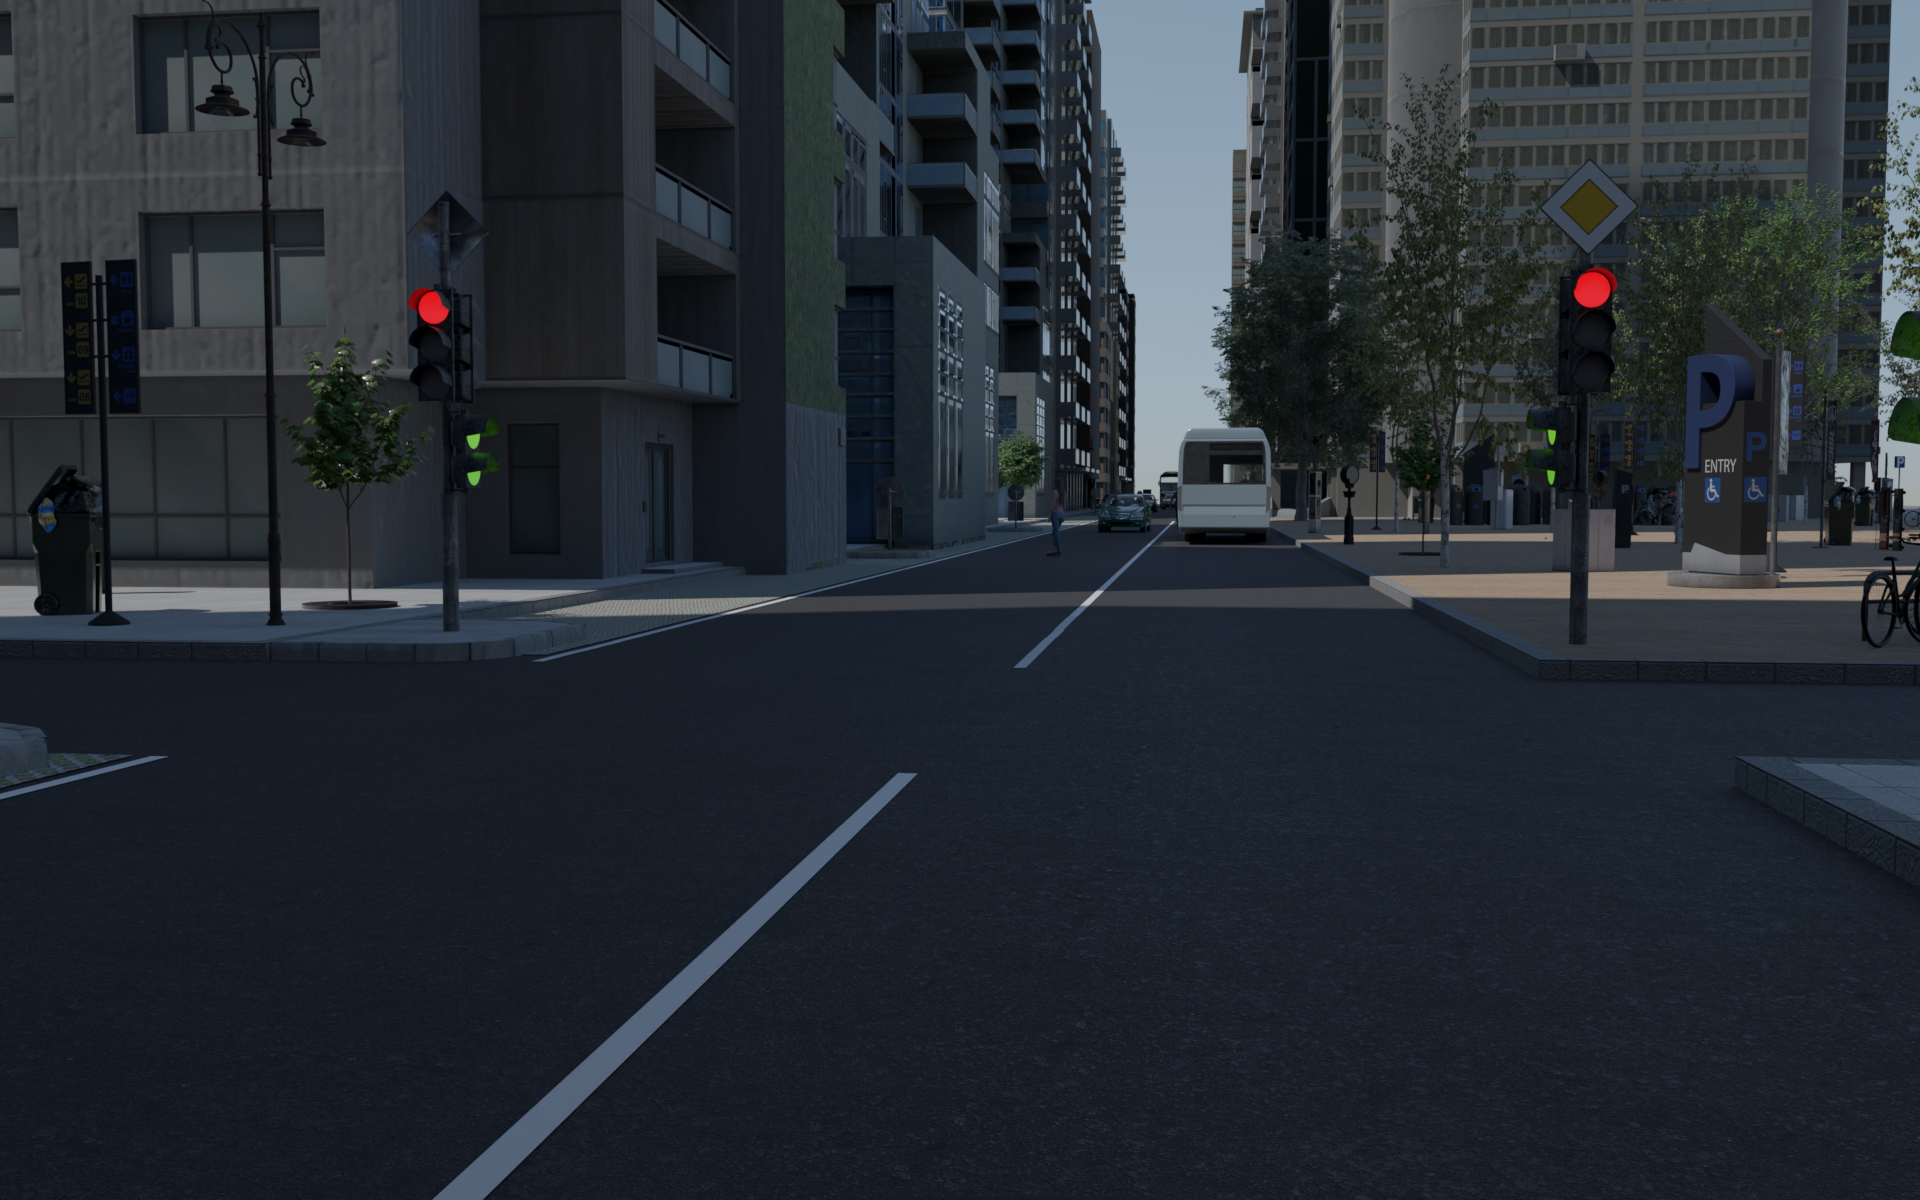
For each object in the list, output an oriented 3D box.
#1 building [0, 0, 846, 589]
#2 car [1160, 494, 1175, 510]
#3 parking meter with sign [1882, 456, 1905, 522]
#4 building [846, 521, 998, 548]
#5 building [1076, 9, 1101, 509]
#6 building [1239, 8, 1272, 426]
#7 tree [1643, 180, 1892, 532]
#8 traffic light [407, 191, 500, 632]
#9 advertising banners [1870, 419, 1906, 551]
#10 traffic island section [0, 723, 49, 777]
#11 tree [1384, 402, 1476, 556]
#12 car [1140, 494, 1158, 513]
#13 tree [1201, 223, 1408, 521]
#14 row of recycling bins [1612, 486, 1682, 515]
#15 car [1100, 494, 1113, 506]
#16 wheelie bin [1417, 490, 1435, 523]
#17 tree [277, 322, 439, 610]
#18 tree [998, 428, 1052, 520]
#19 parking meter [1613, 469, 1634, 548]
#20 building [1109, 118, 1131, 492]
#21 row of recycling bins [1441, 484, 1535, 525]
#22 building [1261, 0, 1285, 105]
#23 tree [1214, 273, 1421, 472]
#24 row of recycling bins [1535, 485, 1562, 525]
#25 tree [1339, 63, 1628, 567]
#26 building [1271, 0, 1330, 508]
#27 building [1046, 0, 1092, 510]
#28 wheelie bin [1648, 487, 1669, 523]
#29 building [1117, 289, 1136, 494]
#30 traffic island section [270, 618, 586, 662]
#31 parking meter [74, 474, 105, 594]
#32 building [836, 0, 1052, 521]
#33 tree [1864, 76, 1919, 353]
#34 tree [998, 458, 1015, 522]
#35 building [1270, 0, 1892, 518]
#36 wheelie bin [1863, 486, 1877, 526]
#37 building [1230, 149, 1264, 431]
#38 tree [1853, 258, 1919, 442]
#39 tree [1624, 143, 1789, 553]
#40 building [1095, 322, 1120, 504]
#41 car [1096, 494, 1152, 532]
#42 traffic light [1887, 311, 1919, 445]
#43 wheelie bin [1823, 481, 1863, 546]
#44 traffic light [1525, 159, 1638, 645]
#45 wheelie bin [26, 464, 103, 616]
[{"bbox_3d":[-10.227,-21.092,28.450,14.154,41.232,14.086,0,4,8],"label":"building"},{"bbox_3d":[19.745,-9.145,161.314,2.131,1.459,4.920,1,4,10],"label":"car"},{"bbox_3d":[42.773,-5.132,80.162,0.543,3.016,1.738,-1,4,-18],"label":"parking meter with sign"},{"bbox_3d":[-9.572,-45.571,57.758,22.319,86.520,31.000,0,4,8],"label":"building"},{"bbox_3d":[5.612,-31.166,159.676,14.600,45.320,14.200,0,4,8],"label":"building"},{"bbox_3d":[44.388,-36.457,185.311,28.713,52.752,27.495,0,4,8],"label":"building"},{"bbox_3d":[27.263,-8.139,58.821,9.928,11.665,9.643,0,3,0],"label":"tree"},{"bbox_3d":[-4.745,-1.662,16.093,0.839,4.253,0.868,0,4,8],"label":"traffic light"},{"bbox_3d":[21.339,-2.673,39.891,0.090,3.025,2.074,0,4,8],"label":"advertising banners"},{"bbox_3d":[-5.892,0.854,8.325,2.009,0.180,2.903,0,4,8],"label":"traffic island section"},{"bbox_3d":[9.692,-2.562,36.487,1.663,3.219,1.824,0,3,0],"label":"tree"},{"bbox_3d":[14.564,-7.706,135.781,2.009,1.686,4.222,1,4,10],"label":"car"},{"bbox_3d":[16.432,-10.753,82.465,9.857,13.997,8.962,0,3,0],"label":"tree"},{"bbox_3d":[34.056,-4.822,85.952,3.534,1.692,1.069,-1,4,-9],"label":"row of recycling bins"},{"bbox_3d":[11.522,-7.410,130.941,2.009,1.686,4.222,0,4,6],"label":"car"},{"bbox_3d":[20.632,-4.201,76.587,0.693,1.594,0.980,0,4,-2],"label":"wheelie bin"},{"bbox_3d":[-6.968,-1.518,19.427,1.663,3.219,1.824,0,3,0],"label":"tree"},{"bbox_3d":[2.965,-6.300,86.715,4.285,4.588,4.351,0,3,0],"label":"tree"},{"bbox_3d":[15.720,-2.162,41.053,0.399,1.863,0.255,0,4,-1],"label":"parking meter"},{"bbox_3d":[9.498,-36.657,218.957,23.786,49.044,30.456,0,4,8],"label":"building"},{"bbox_3d":[21.652,-3.935,71.448,3.534,1.692,1.069,0,4,6],"label":"row of recycling bins"},{"bbox_3d":[36.814,-32.232,146.602,23.786,49.044,30.456,0,4,8],"label":"building"},{"bbox_3d":[14.996,-8.439,72.391,8.767,10.594,7.601,0,4,3],"label":"tree"},{"bbox_3d":[23.826,-4.072,73.688,3.534,1.692,1.069,2,4,34],"label":"row of recycling bins"},{"bbox_3d":[8.523,-4.865,29.912,4.737,8.622,4.395,0,3,0],"label":"tree"},{"bbox_3d":[31.249,-41.756,120.969,20.563,71.187,20.611,0,4,8],"label":"building"},{"bbox_3d":[-1.201,-31.707,138.011,23.786,49.044,30.456,0,4,8],"label":"building"},{"bbox_3d":[31.033,-4.218,76.869,0.980,1.594,0.693,-2,4,-30],"label":"wheelie bin"},{"bbox_3d":[17.101,-28.698,240.919,14.160,30.474,14.107,0,4,8],"label":"building"},{"bbox_3d":[-4.783,0.370,16.233,2.009,0.180,2.903,0,4,8],"label":"traffic island section"},{"bbox_3d":[-11.200,-0.846,22.249,0.372,1.533,0.369,0,3,0],"label":"parking meter"},{"bbox_3d":[-4.914,-48.538,106.270,22.319,86.520,31.000,0,4,8],"label":"building"},{"bbox_3d":[16.780,-4.774,28.418,4.737,8.622,4.395,0,3,0],"label":"tree"},{"bbox_3d":[1.446,-5.293,81.142,1.663,3.219,1.824,0,3,0],"label":"tree"},{"bbox_3d":[33.974,-24.904,99.057,32.217,40.220,23.993,0,4,8],"label":"building"},{"bbox_3d":[36.232,-3.755,69.301,0.980,1.594,0.693,-3,5,-42],"label":"wheelie bin"},{"bbox_3d":[39.485,-32.033,207.329,14.154,41.232,14.086,0,4,8],"label":"building"},{"bbox_3d":[28.686,-6.160,51.086,4.360,8.622,3.978,0,3,0],"label":"tree"},{"bbox_3d":[15.971,-5.322,37.378,4.737,8.622,4.395,0,3,0],"label":"tree"},{"bbox_3d":[2.964,-21.099,190.005,27.650,21.520,28.899,0,4,8],"label":"building"},{"bbox_3d":[6.344,-3.343,66.460,2.131,1.459,4.920,1,4,10],"label":"car"},{"bbox_3d":[4.162,-1.094,6.802,0.839,4.253,0.868,0,4,8],"label":"traffic light"},{"bbox_3d":[21.967,-2.162,43.249,0.693,1.594,0.980,1,4,15],"label":"wheelie bin"},{"bbox_3d":[5.271,-1.577,14.710,0.839,4.253,0.868,0,4,8],"label":"traffic light"},{"bbox_3d":[-9.523,-0.651,18.545,0.693,1.594,0.980,-1,4,-14],"label":"wheelie bin"}]
